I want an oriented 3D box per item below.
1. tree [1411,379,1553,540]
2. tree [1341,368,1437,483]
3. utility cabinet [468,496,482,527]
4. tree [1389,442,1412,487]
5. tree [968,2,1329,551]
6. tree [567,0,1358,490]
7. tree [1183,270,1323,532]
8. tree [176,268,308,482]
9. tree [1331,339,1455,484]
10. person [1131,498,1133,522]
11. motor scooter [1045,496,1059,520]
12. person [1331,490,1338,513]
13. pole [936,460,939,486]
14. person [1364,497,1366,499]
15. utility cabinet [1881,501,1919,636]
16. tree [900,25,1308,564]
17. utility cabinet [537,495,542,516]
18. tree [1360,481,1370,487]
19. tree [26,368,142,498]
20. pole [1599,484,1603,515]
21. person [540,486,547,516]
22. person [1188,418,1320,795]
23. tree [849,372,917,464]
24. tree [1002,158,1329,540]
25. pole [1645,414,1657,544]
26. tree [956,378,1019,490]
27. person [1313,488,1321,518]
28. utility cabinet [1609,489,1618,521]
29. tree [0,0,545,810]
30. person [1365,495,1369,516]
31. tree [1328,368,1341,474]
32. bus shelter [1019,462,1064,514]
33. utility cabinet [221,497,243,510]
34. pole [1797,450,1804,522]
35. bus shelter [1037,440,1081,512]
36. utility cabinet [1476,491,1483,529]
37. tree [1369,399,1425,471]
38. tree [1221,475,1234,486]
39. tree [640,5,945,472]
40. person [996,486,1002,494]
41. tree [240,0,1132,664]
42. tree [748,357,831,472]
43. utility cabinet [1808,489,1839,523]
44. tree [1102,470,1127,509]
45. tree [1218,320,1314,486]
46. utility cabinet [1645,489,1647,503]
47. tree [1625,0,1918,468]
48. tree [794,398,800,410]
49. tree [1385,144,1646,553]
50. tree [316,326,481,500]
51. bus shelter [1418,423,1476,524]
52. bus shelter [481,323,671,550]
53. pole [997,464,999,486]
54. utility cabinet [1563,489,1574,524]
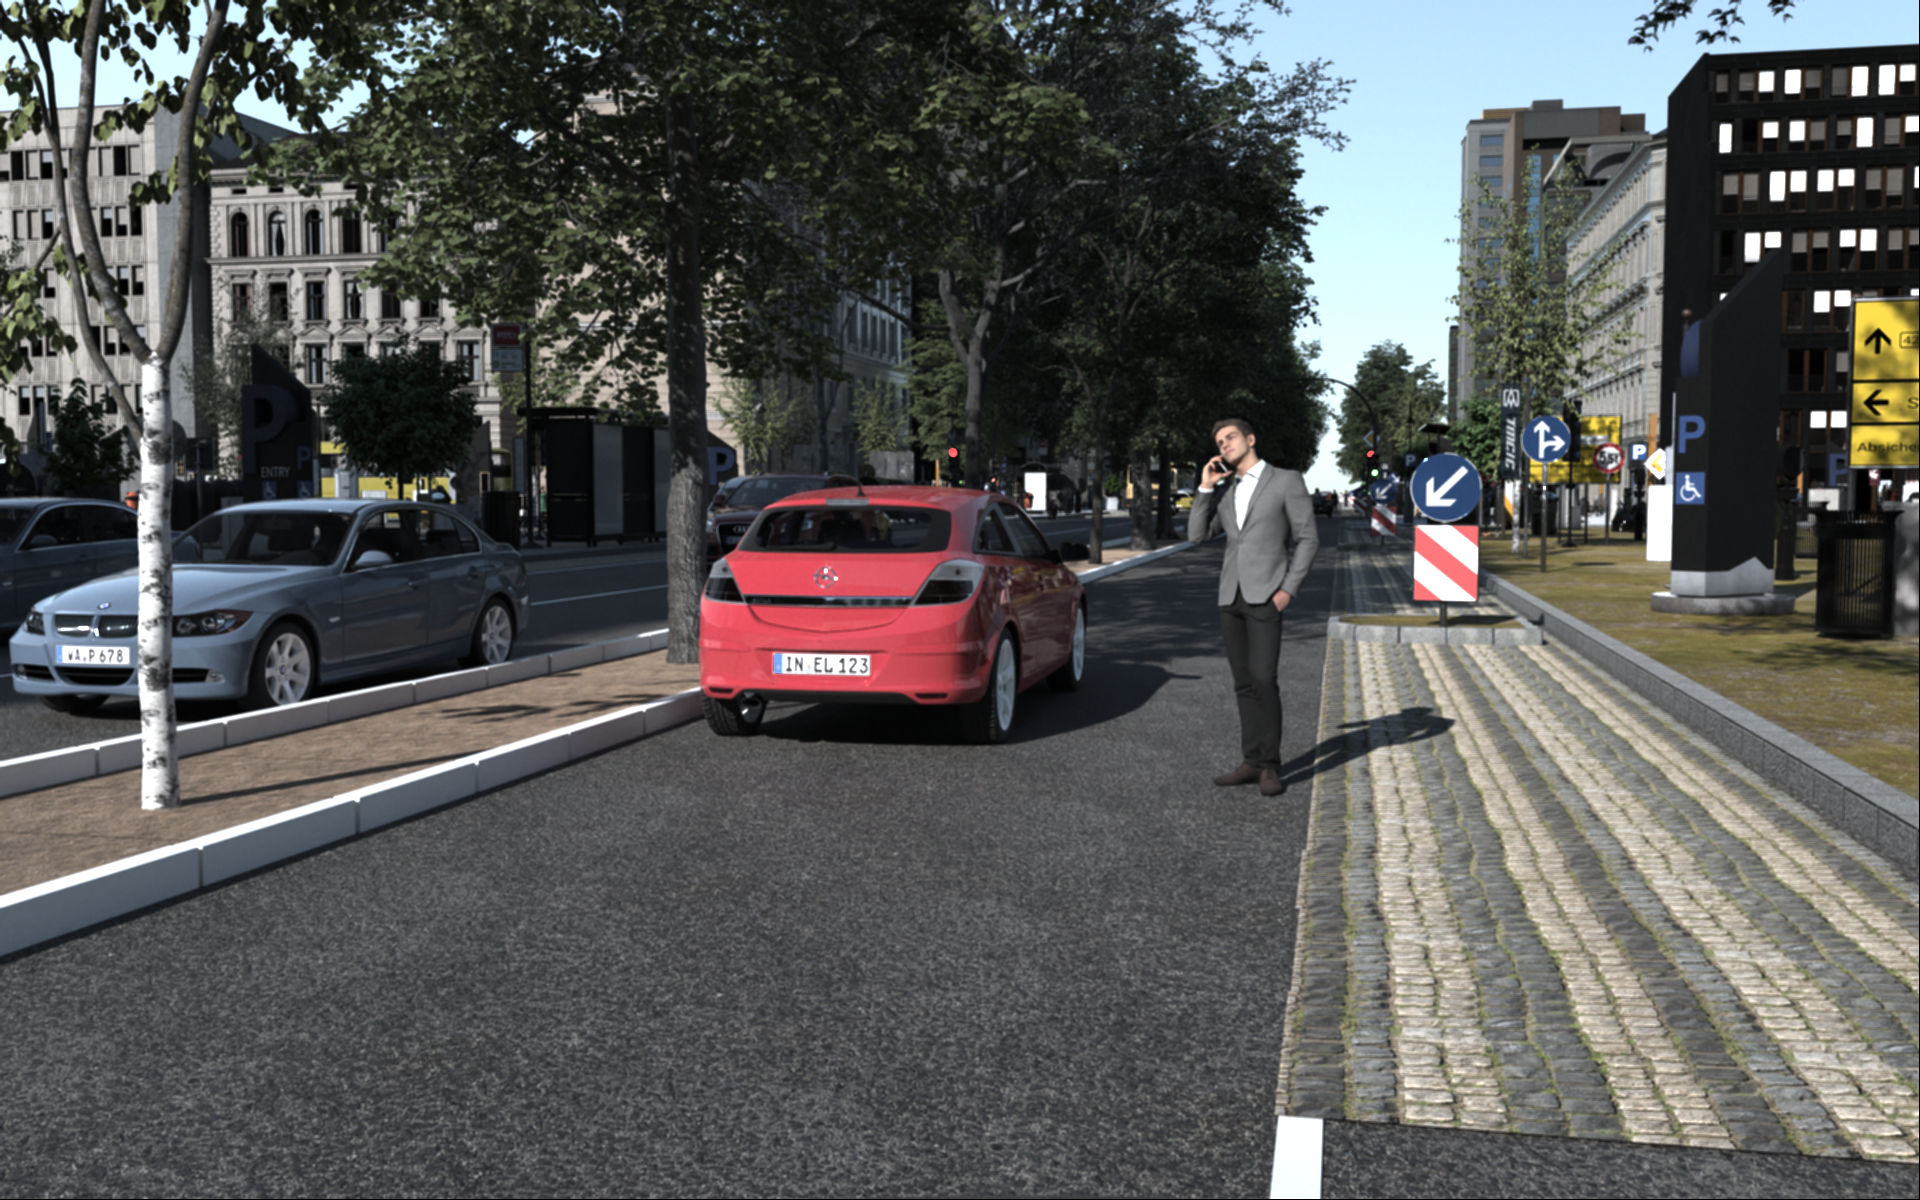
[{"bbox_3d":[15.372,-3.986,48.890,4.285,4.588,4.351,0,3,0],"label":"tree"},{"bbox_3d":[38.449,-14.486,153.855,9.611,12.733,9.660,0,3,0],"label":"tree"},{"bbox_3d":[-14.888,-2.604,53.742,0.306,1.237,1.020,1,4,14],"label":"utility cabinet"},{"bbox_3d":[24.586,-6.631,92.131,4.285,4.588,4.351,0,3,0],"label":"tree"},{"bbox_3d":[4.626,-8.209,43.322,9.857,13.997,8.962,0,3,0],"label":"tree"},{"bbox_3d":[0.191,-6.807,24.125,12.009,13.543,11.850,0,3,0],"label":"tree"},{"bbox_3d":[8.872,-8.333,64.462,9.928,11.665,9.643,0,3,0],"label":"tree"},{"bbox_3d":[-23.272,-6.498,56.608,4.360,8.622,3.978,0,3,0],"label":"tree"},{"bbox_3d":[35.522,-14.321,140.796,9.857,13.997,8.962,0,3,0],"label":"tree"},{"bbox_3d":[8.033,-4.287,78.936,0.601,1.785,0.444,-3,5,-44],"label":"person"},{"bbox_3d":[5.148,-5.107,96.273,0.815,1.314,1.986,1,4,12],"label":"motor scooter"},{"bbox_3d":[29.117,-7.695,134.727,0.576,1.772,0.534,1,4,14],"label":"person"},{"bbox_3d":[-1.270,-6.411,98.663,0.158,3.312,0.155,0,3,0],"label":"pole"},{"bbox_3d":[33.226,-8.079,141.599,0.522,1.701,0.512,1,4,10],"label":"person"},{"bbox_3d":[8.803,-0.305,16.145,0.306,1.237,1.020,2,4,23],"label":"utility cabinet"},{"bbox_3d":[2.661,-5.983,34.696,8.767,10.594,7.601,1,4,12],"label":"tree"},{"bbox_3d":[-22.270,-4.989,92.728,1.020,1.237,0.306,-1,4,-18],"label":"utility cabinet"},{"bbox_3d":[55.728,-15.169,231.726,4.285,4.588,4.351,0,3,0],"label":"tree"},{"bbox_3d":[-13.340,-1.926,26.084,1.663,3.219,1.824,0,3,0],"label":"tree"},{"bbox_3d":[40.250,-7.022,108.658,0.158,3.312,0.155,0,3,0],"label":"pole"},{"bbox_3d":[-19.627,-4.448,81.478,0.529,1.795,0.600,1,4,15],"label":"person"},{"bbox_3d":[1.423,0.014,8.451,0.473,1.802,0.592,-2,4,-28],"label":"person"},{"bbox_3d":[-4.972,-9.489,105.507,4.737,8.622,4.395,0,3,0],"label":"tree"},{"bbox_3d":[6.447,-8.243,54.243,9.611,12.733,9.660,0,3,0],"label":"tree"},{"bbox_3d":[17.599,-3.073,44.091,0.158,3.312,0.155,0,3,0],"label":"pole"},{"bbox_3d":[1.683,-8.798,94.213,4.360,8.622,3.978,0,3,0],"label":"tree"},{"bbox_3d":[21.097,-5.744,102.589,0.709,1.800,0.728,-1,4,-12],"label":"person"},{"bbox_3d":[30.934,-4.484,81.985,0.318,1.500,1.173,1,4,16],"label":"utility cabinet"},{"bbox_3d":[-3.624,-3.366,7.861,4.737,8.622,4.395,0,3,0],"label":"tree"},{"bbox_3d":[25.041,-5.954,106.022,0.466,1.800,0.511,1,4,23],"label":"person"},{"bbox_3d":[15.043,-10.536,91.735,9.611,12.733,9.660,0,3,0],"label":"tree"},{"bbox_3d":[5.272,-7.217,111.924,2.014,3.302,5.546,1,4,13],"label":"bus shelter"},{"bbox_3d":[-15.074,-1.557,36.616,0.306,1.237,1.020,2,4,33],"label":"utility cabinet"},{"bbox_3d":[38.625,-5.247,79.637,0.158,3.312,0.155,0,3,0],"label":"pole"},{"bbox_3d":[7.359,-9.344,130.413,2.179,5.291,8.768,1,4,13],"label":"bus shelter"},{"bbox_3d":[18.902,-3.347,63.404,0.318,1.500,1.173,1,4,22],"label":"utility cabinet"},{"bbox_3d":[33.273,-11.067,131.306,4.360,8.622,3.978,0,3,0],"label":"tree"},{"bbox_3d":[43.118,-19.957,276.651,4.737,8.622,4.395,0,3,0],"label":"tree"},{"bbox_3d":[-6.101,-12.601,61.908,12.611,20.169,13.585,0,3,0],"label":"tree"},{"bbox_3d":[1.838,-4.481,81.865,0.391,1.810,0.635,0,4,-7],"label":"person"},{"bbox_3d":[-2.268,-5.707,13.894,7.486,12.596,7.792,0,3,0],"label":"tree"},{"bbox_3d":[-8.605,-8.538,89.956,4.360,8.622,3.978,0,3,0],"label":"tree"},{"bbox_3d":[37.747,-4.101,75.735,1.173,1.500,0.318,1,4,13],"label":"utility cabinet"},{"bbox_3d":[12.024,-8.698,136.817,1.663,3.219,1.824,0,3,0],"label":"tree"},{"bbox_3d":[12.912,-9.911,82.636,7.486,12.596,7.792,0,3,0],"label":"tree"},{"bbox_3d":[29.181,-3.923,72.816,1.173,1.500,0.318,-1,4,-22],"label":"utility cabinet"},{"bbox_3d":[5.470,-4.462,7.359,7.601,10.594,8.767,1,4,21],"label":"tree"},{"bbox_3d":[-10.291,-8.250,85.243,4.737,8.622,4.395,0,3,0],"label":"tree"},{"bbox_3d":[12.325,-5.333,37.562,4.737,8.622,4.395,0,3,0],"label":"tree"},{"bbox_3d":[-10.940,-3.079,34.059,4.285,4.588,4.351,0,3,0],"label":"tree"},{"bbox_3d":[16.966,-4.224,60.340,1.731,3.624,6.357,1,4,12],"label":"bus shelter"},{"bbox_3d":[-9.379,-4.009,43.175,2.179,5.291,8.768,1,4,12],"label":"bus shelter"},{"bbox_3d":[2.350,-6.898,106.631,0.158,3.312,0.155,0,3,0],"label":"pole"},{"bbox_3d":[25.637,-4.001,74.088,1.173,1.500,0.318,-1,4,-11],"label":"utility cabinet"}]
